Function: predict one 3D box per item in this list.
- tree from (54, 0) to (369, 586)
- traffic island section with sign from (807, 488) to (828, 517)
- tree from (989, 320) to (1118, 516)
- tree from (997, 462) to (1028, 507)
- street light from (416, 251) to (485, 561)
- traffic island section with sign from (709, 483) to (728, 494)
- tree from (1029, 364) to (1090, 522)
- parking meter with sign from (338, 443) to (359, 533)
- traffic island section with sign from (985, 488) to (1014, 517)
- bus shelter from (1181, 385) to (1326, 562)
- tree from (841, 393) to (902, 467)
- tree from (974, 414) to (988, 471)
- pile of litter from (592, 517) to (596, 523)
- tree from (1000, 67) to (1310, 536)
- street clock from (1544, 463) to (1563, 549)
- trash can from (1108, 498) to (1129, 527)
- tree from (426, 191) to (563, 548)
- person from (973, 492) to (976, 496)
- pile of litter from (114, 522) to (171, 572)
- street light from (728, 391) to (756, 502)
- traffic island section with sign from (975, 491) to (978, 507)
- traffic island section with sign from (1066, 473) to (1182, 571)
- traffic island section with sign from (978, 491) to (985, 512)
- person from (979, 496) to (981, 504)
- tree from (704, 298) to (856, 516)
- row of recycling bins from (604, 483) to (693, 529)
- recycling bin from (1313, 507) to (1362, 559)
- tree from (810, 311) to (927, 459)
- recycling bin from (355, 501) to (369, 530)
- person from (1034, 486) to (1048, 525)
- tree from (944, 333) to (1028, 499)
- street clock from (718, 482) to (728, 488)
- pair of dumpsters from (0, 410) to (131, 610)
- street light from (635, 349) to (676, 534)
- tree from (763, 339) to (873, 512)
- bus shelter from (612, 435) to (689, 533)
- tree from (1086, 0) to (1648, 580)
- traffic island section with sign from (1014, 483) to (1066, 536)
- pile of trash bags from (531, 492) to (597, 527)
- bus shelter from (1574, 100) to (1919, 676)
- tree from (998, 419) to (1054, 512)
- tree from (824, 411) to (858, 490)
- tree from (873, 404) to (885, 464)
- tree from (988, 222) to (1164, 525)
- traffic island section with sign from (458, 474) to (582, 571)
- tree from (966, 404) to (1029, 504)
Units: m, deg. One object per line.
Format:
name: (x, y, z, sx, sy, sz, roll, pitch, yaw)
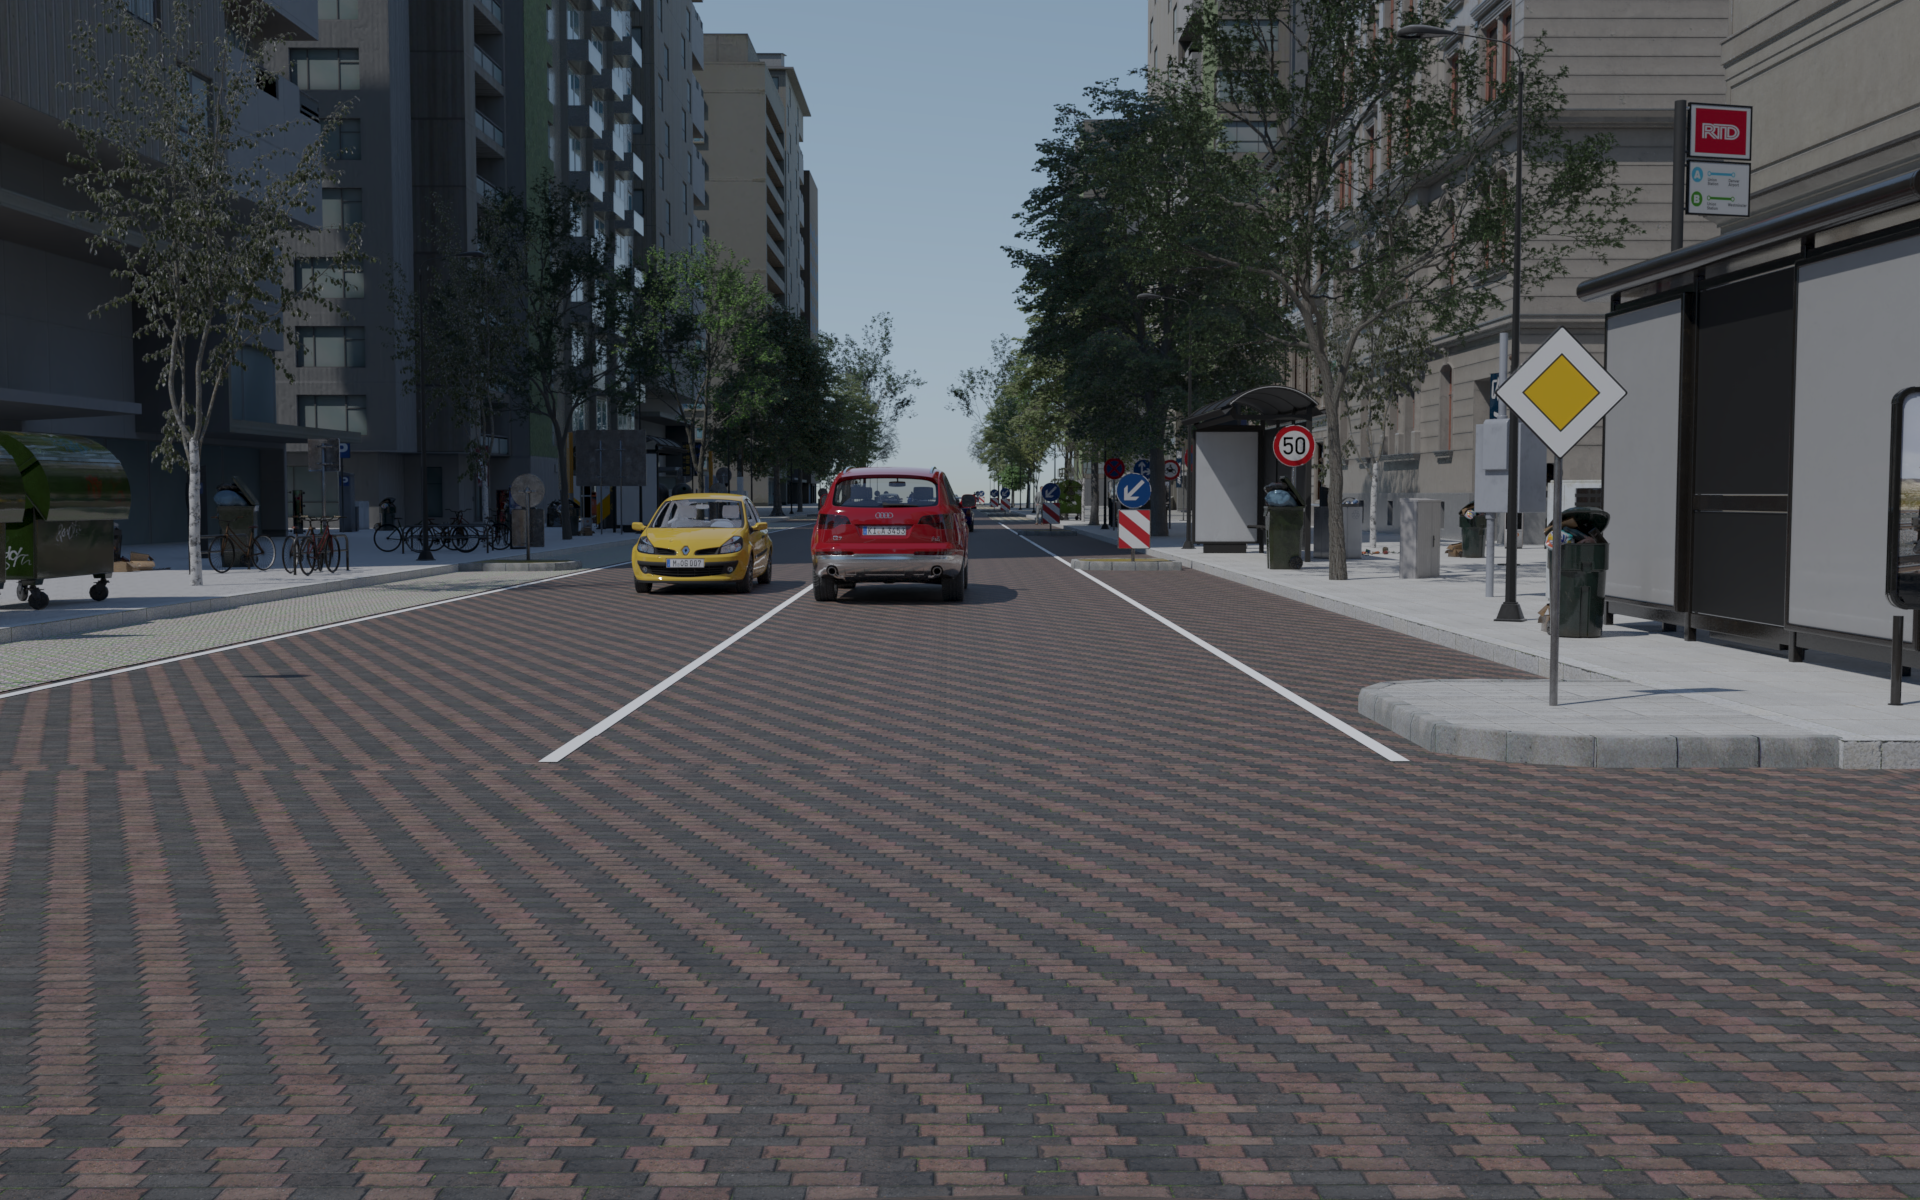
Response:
tree: (-10.586, -4.518, 24.234, 4.360, 8.622, 3.978, 0, 3, 0)
traffic island section with sign: (-8.679, -6.212, 110.200, 1.989, 1.847, 2.006, 0, 4, 0)
tree: (6.235, -10.616, 99.333, 9.928, 11.665, 9.643, 0, 3, 0)
tree: (5.436, -11.575, 172.963, 4.285, 4.588, 4.351, 0, 3, 0)
street light: (-9.774, -3.714, 33.266, 1.470, 5.913, 1.316, 0, 4, 0)
traffic island section with sign: (-8.401, -3.157, 60.246, 1.989, 1.847, 2.006, 0, 4, 0)
tree: (5.536, -7.916, 79.793, 4.360, 8.622, 3.978, 0, 3, 0)
parking meter with sign: (-20.665, -3.801, 58.413, 0.543, 3.016, 1.738, -1, 4, -9)
traffic island section with sign: (2.744, -6.205, 110.071, 1.989, 1.847, 2.006, 0, 4, 0)
bus shelter: (5.815, -2.507, 34.913, 2.014, 3.302, 5.546, 0, 4, 0)
tree: (-11.282, -17.978, 204.314, 12.009, 13.543, 11.850, 0, 3, 0)
tree: (5.274, -16.349, 185.437, 7.486, 12.596, 7.792, 0, 3, 0)
pile of litter: (-15.713, -3.783, 75.825, 1.719, 0.858, 1.176, 1, 4, 22)
tree: (6.108, -8.910, 52.337, 9.857, 13.997, 8.962, 0, 3, 0)
street clock: (13.729, -2.182, 40.241, 0.358, 2.002, 0.471, -3, 4, -36)
trash can: (6.073, -3.401, 67.256, 0.748, 1.137, 0.748, 0, 3, 0)
tree: (-11.606, -5.559, 41.255, 4.360, 8.622, 3.978, 0, 3, 0)
person: (1.951, -13.495, 229.958, 1.217, 1.723, 0.721, 1, 4, 17)
pile of litter: (-13.989, -0.909, 28.829, 1.719, 0.858, 1.176, -3, 5, -43)
street light: (-9.896, -6.458, 78.132, 1.470, 5.913, 1.316, 0, 4, 0)
traffic island section with sign: (2.298, -11.239, 192.386, 1.989, 1.847, 2.006, 0, 4, 0)
traffic island section with sign: (3.164, -1.516, 33.410, 1.989, 1.847, 2.006, 0, 4, 0)
traffic island section with sign: (2.598, -7.858, 137.109, 1.989, 1.847, 2.006, 0, 4, 0)
person: (2.603, -13.490, 232.277, 0.599, 1.433, 0.991, 1, 4, 20)
tree: (-10.827, -11.264, 101.180, 9.611, 12.733, 9.660, 0, 3, 0)
row of recycling bins: (-11.704, -3.512, 64.528, 3.534, 1.692, 1.069, 0, 4, 0)
recycling bin: (7.521, -1.342, 34.494, 0.722, 1.027, 0.722, -1, 4, -18)
tree: (-9.821, -19.747, 178.745, 12.611, 20.169, 13.585, 0, 3, 0)
recycling bin: (-21.896, -3.069, 62.728, 0.722, 1.027, 0.722, 1, 4, 10)
person: (3.775, -4.421, 80.885, 0.635, 1.810, 0.391, -1, 4, -13)
tree: (4.330, -21.440, 206.436, 12.611, 20.169, 13.585, 0, 3, 0)
street clock: (-11.430, -4.834, 83.613, 0.471, 2.002, 0.358, 0, 4, -6)
pair of dumpsters: (-10.686, -0.987, 18.628, 1.574, 2.255, 4.437, 0, 4, 0)
street light: (-9.751, -5.086, 55.700, 1.470, 5.913, 1.316, 0, 4, 0)
tree: (-11.083, -12.604, 124.198, 7.486, 12.596, 7.792, 0, 3, 0)
bus shelter: (-10.808, -4.042, 60.006, 2.014, 3.302, 5.546, 0, 4, 0)
tree: (5.769, -5.596, 25.905, 8.767, 10.594, 7.601, 1, 4, 15)
traffic island section with sign: (3.019, -3.164, 60.365, 1.989, 1.847, 2.006, 0, 4, 0)
pile of trash bags: (-15.659, -3.545, 67.713, 3.447, 1.369, 1.912, 0, 4, 8)
bus shelter: (7.118, -2.310, 15.404, 2.179, 5.291, 8.768, 0, 4, 0)
tree: (5.675, -11.986, 146.331, 4.737, 8.622, 4.395, 0, 3, 0)
tree: (-10.741, -11.955, 145.826, 4.360, 8.622, 3.978, 0, 3, 0)
tree: (-10.523, -14.922, 162.093, 7.486, 12.596, 7.792, 0, 3, 0)
tree: (5.411, -9.373, 71.367, 7.486, 12.596, 7.792, 0, 3, 0)
traffic island section with sign: (-8.253, -1.477, 32.781, 1.989, 1.847, 2.006, 0, 4, 0)
tree: (5.176, -19.510, 229.361, 12.009, 13.543, 11.850, 0, 3, 0)
